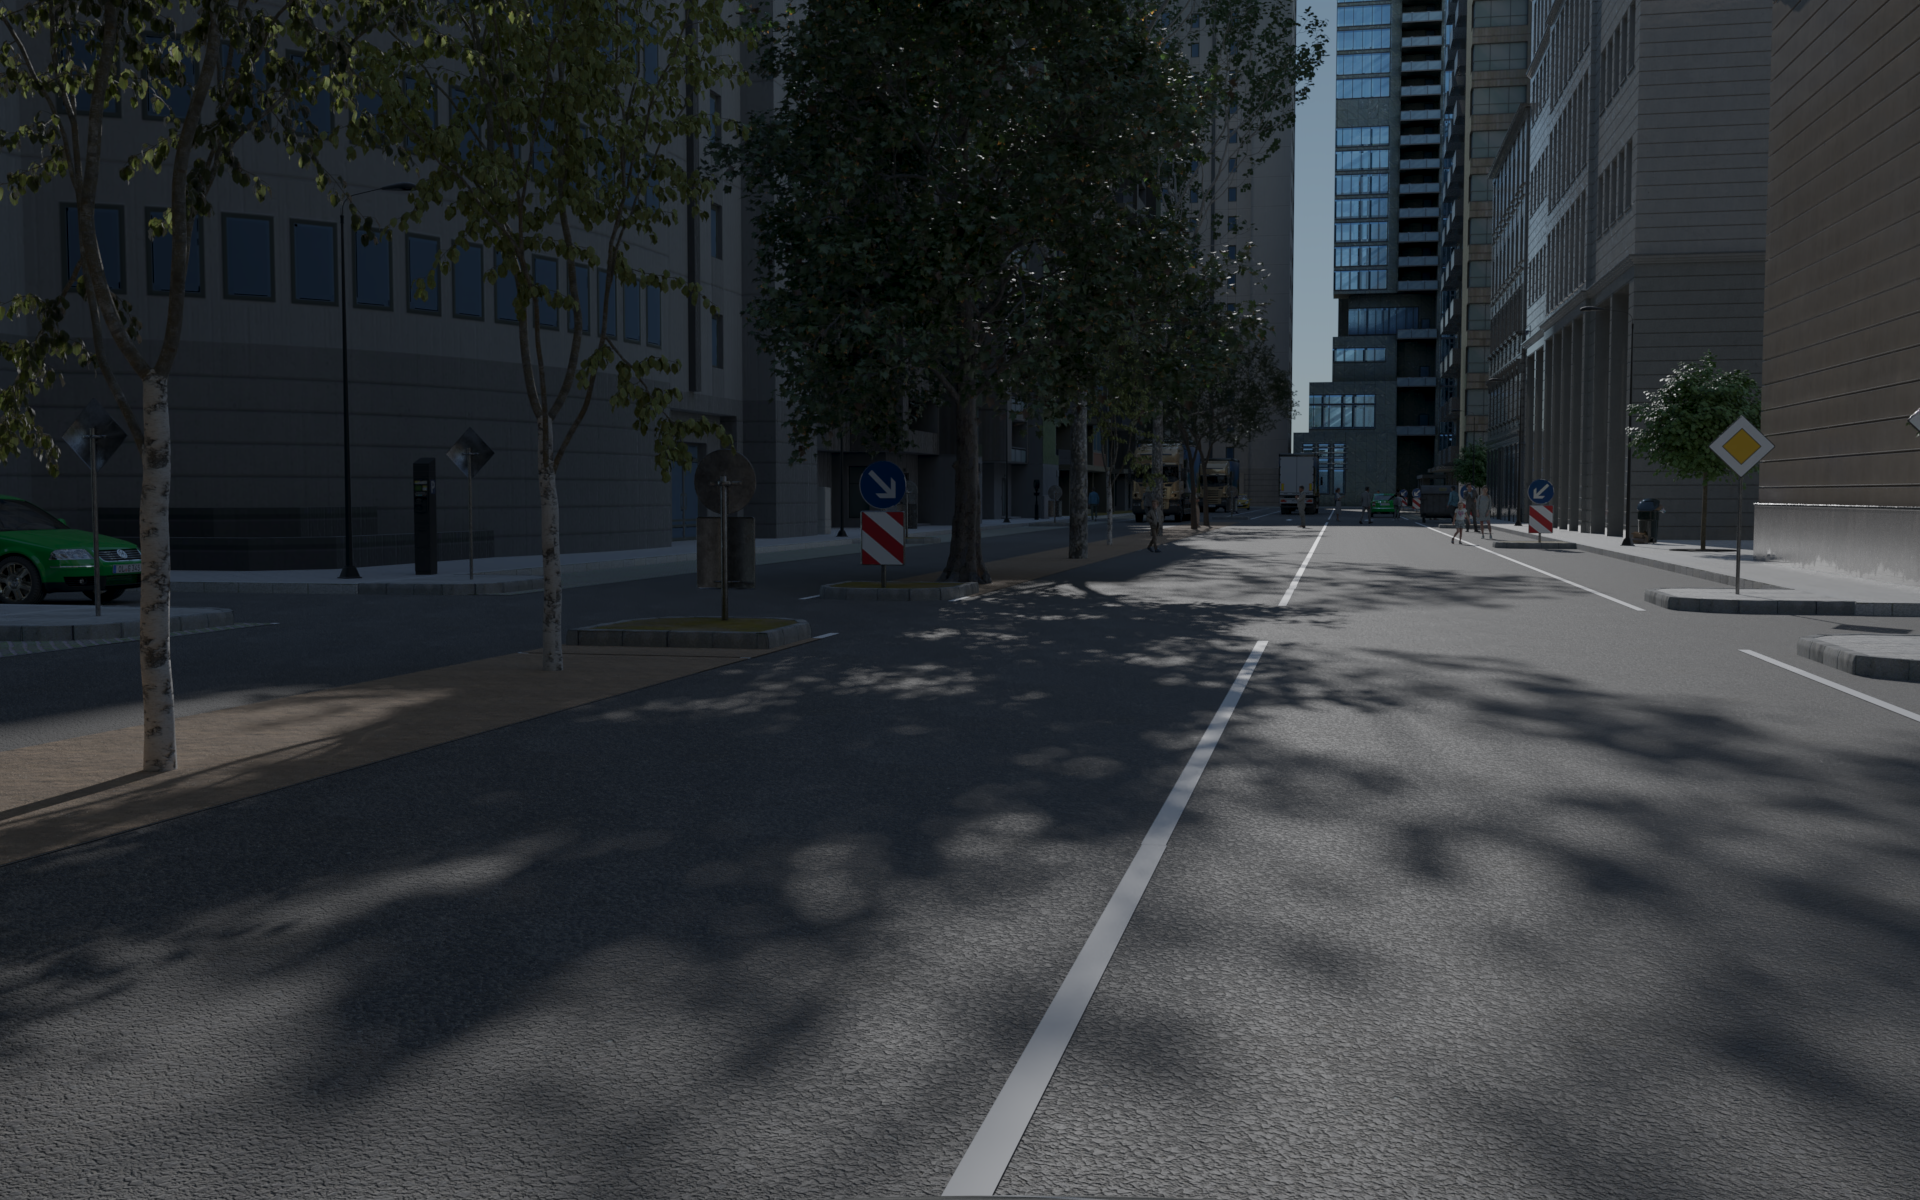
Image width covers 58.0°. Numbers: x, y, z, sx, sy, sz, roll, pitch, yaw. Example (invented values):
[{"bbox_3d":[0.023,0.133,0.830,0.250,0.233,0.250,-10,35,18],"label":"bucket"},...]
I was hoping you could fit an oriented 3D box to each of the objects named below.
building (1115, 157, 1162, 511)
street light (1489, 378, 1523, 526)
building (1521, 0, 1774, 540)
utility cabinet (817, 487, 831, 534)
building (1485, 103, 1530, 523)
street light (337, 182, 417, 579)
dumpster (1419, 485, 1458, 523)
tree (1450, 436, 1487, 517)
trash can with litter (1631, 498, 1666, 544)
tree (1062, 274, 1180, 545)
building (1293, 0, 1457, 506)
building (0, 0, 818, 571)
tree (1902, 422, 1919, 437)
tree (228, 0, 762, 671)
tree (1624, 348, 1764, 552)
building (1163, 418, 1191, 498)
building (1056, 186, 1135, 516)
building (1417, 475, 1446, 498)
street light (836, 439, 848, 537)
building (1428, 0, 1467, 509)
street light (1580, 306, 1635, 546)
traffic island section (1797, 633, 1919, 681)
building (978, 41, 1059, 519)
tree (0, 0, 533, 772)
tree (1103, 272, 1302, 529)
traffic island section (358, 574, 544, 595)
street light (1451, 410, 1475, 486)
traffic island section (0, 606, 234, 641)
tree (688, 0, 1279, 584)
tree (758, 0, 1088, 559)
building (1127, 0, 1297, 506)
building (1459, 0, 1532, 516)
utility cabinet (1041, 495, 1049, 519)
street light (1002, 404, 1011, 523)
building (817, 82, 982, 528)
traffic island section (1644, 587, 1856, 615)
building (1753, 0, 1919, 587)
[{"bbox_3d":[8.129,-22.304,136.375,14.160,30.474,14.107,1,4,12],"label":"building"},{"bbox_3d":[21.911,-5.934,69.557,1.470,5.913,1.316,1,4,12],"label":"street light"},{"bbox_3d":[27.184,-17.336,60.931,11.434,29.767,29.804,1,4,12],"label":"building"},{"bbox_3d":[-4.631,-2.831,54.970,1.173,1.500,0.318,3,4,36],"label":"utility cabinet"},{"bbox_3d":[31.480,-14.414,84.819,9.793,20.994,18.267,1,4,12],"label":"building"},{"bbox_3d":[-8.761,-3.273,26.058,1.470,5.913,1.316,1,4,12],"label":"street light"},{"bbox_3d":[23.788,-4.762,86.080,1.865,1.857,1.264,1,4,12],"label":"dumpster"},{"bbox_3d":[29.639,-7.036,98.751,4.285,4.588,4.351,0,3,0],"label":"tree"},{"bbox_3d":[17.763,-2.041,44.762,0.624,1.170,1.055,3,5,39],"label":"trash can with litter"},{"bbox_3d":[4.181,-5.826,48.082,4.737,8.622,4.395,0,3,0],"label":"tree"},{"bbox_3d":[52.307,-53.419,186.066,31.000,86.520,22.319,1,4,12],"label":"building"},{"bbox_3d":[-17.679,-30.494,40.583,21.231,58.520,28.212,1,4,12],"label":"building"},{"bbox_3d":[12.137,-1.564,20.176,1.663,3.219,1.824,0,3,0],"label":"tree"},{"bbox_3d":[-3.302,-3.711,13.498,4.737,8.622,4.395,0,3,0],"label":"tree"},{"bbox_3d":[16.801,-3.374,38.884,4.285,4.588,4.351,0,3,0],"label":"tree"},{"bbox_3d":[6.297,-19.526,164.289,28.899,21.520,27.650,1,4,12],"label":"building"},{"bbox_3d":[-0.219,-28.187,115.482,22.147,44.769,28.867,1,4,12],"label":"building"},{"bbox_3d":[57.742,-28.255,153.844,32.217,40.220,23.993,1,4,12],"label":"building"},{"bbox_3d":[-3.021,-4.846,51.779,1.470,5.913,1.316,1,4,12],"label":"street light"},{"bbox_3d":[47.611,-31.090,127.924,23.786,49.044,30.456,1,4,12],"label":"building"},{"bbox_3d":[16.031,-4.303,42.902,1.470,5.913,1.316,1,4,12],"label":"street light"},{"bbox_3d":[8.251,0.483,14.380,2.009,0.180,2.903,1,4,12],"label":"traffic island section"},{"bbox_3d":[-2.836,-24.871,90.234,14.154,41.232,14.086,1,4,12],"label":"building"},{"bbox_3d":[-4.096,-3.431,8.921,4.360,8.622,3.978,0,3,0],"label":"tree"},{"bbox_3d":[9.633,-8.176,70.540,8.767,10.594,7.601,1,4,12],"label":"tree"},{"bbox_3d":[-7.352,-0.227,25.993,2.009,0.180,2.903,1,4,12],"label":"traffic island section"},{"bbox_3d":[27.646,-7.498,95.127,1.470,5.913,1.316,1,4,12],"label":"street light"},{"bbox_3d":[-9.074,0.250,18.195,2.009,0.180,2.903,1,4,12],"label":"traffic island section"},{"bbox_3d":[0.123,-6.610,27.546,9.611,12.733,9.660,0,3,0],"label":"tree"},{"bbox_3d":[1.609,-11.034,38.747,12.611,20.169,13.585,0,3,0],"label":"tree"},{"bbox_3d":[22.632,-39.742,191.778,28.212,58.520,21.231,1,4,12],"label":"building"},{"bbox_3d":[38.446,-25.922,107.415,14.154,41.232,14.086,1,4,12],"label":"building"},{"bbox_3d":[4.411,-4.812,89.833,0.306,1.237,1.020,0,4,-6],"label":"utility cabinet"},{"bbox_3d":[2.619,-6.411,77.359,1.470,5.913,1.316,1,4,12],"label":"street light"},{"bbox_3d":[-7.372,-18.182,68.976,14.160,30.474,14.107,1,4,12],"label":"building"},{"bbox_3d":[9.972,0.006,22.178,2.009,0.180,2.903,1,4,12],"label":"traffic island section"},{"bbox_3d":[25.941,-13.895,24.443,25.104,27.353,12.463,1,4,12],"label":"building"}]
